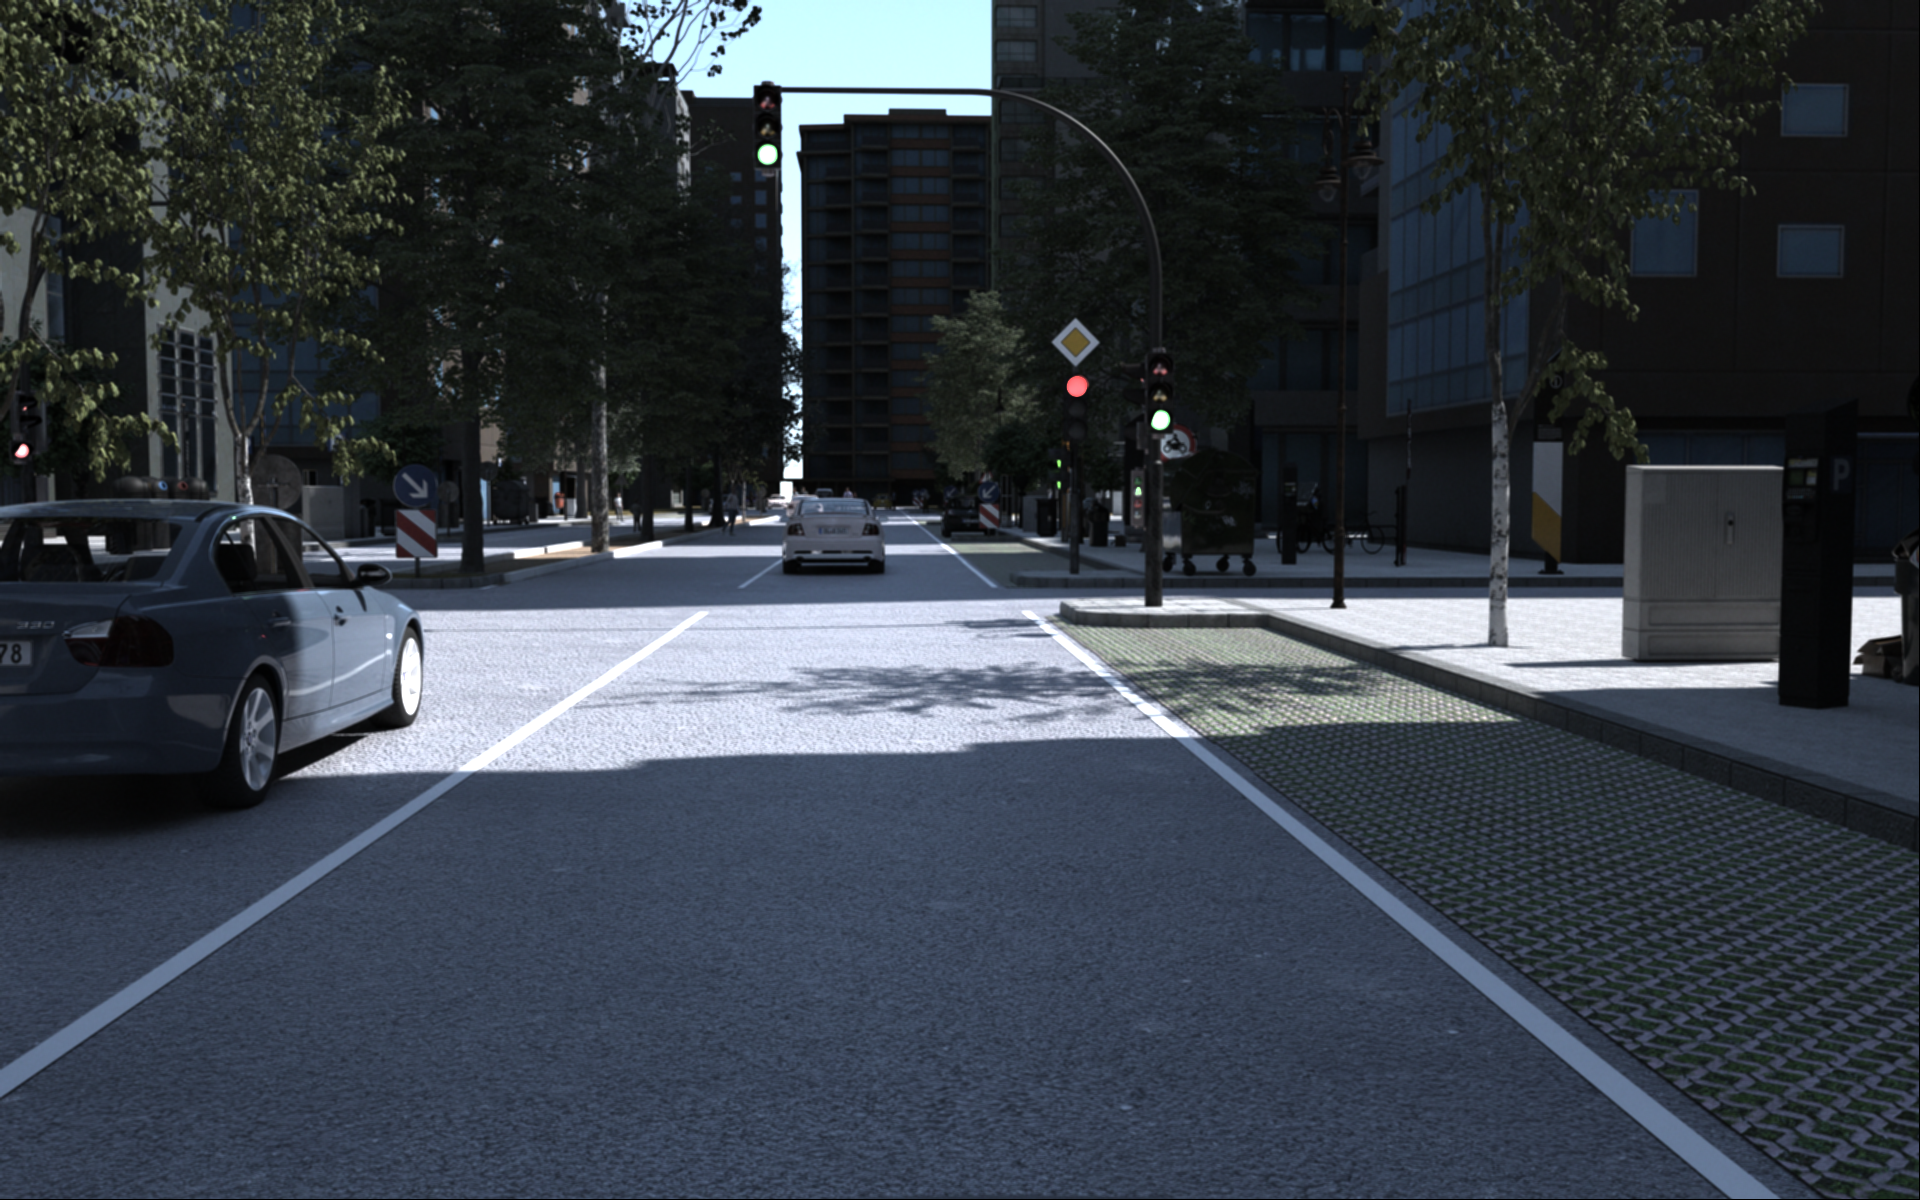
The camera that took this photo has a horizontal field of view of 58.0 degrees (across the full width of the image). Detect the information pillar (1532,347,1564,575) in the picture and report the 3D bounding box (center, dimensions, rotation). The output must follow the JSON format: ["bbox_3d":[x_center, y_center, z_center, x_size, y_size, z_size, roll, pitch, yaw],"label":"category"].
[{"bbox_3d":[9.380,-2.217,27.596,0.504,3.616,0.183,-1,4,-12],"label":"information pillar"}]

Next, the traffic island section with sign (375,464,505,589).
[{"bbox_3d":[-8.301,-1.153,26.984,2.006,1.907,1.989,0,4,-3],"label":"traffic island section with sign"}]

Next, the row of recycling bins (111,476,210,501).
[{"bbox_3d":[-18.790,-2.054,40.700,1.069,1.692,3.534,0,4,3],"label":"row of recycling bins"}]

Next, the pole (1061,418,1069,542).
[{"bbox_3d":[2.790,-3.183,45.887,0.158,3.312,0.155,0,3,0],"label":"pole"}]

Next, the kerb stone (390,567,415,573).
[{"bbox_3d":[-9.480,-0.436,29.339,0.120,0.150,1.000,0,4,-3],"label":"kerb stone"}]

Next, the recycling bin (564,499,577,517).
[{"bbox_3d":[-21.628,-5.150,96.755,0.722,1.027,0.722,2,4,24],"label":"recycling bin"}]

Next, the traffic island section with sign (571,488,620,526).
[{"bbox_3d":[-16.597,-4.312,79.132,1.989,1.847,2.006,0,4,-3],"label":"traffic island section with sign"}]

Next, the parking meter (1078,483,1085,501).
[{"bbox_3d":[5.363,-4.379,77.301,0.399,1.863,0.255,3,5,43],"label":"parking meter"}]

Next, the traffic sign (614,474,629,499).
[{"bbox_3d":[-19.821,-6.203,101.425,0.884,2.594,0.081,0,4,-1],"label":"traffic sign"}]

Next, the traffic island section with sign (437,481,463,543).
[{"bbox_3d":[-15.332,-2.630,51.635,1.989,1.847,2.006,0,4,-3],"label":"traffic island section with sign"}]

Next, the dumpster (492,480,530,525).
[{"bbox_3d":[-18.569,-4.024,71.555,1.264,1.857,1.865,0,4,-3],"label":"dumpster"}]

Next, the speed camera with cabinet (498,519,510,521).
[{"bbox_3d":[-22.183,-5.492,84.129,0.660,3.252,2.038,-1,4,-16],"label":"speed camera with cabinet"}]

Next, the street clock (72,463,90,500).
[{"bbox_3d":[-20.736,-2.222,40.897,0.471,2.002,0.358,3,5,42],"label":"street clock"}]

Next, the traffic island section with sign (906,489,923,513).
[{"bbox_3d":[-2.842,-7.404,129.681,1.989,1.847,2.006,0,4,-3],"label":"traffic island section with sign"}]

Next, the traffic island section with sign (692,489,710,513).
[{"bbox_3d":[-18.897,-7.344,128.709,1.989,1.847,2.006,0,4,-3],"label":"traffic island section with sign"}]

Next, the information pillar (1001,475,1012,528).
[{"bbox_3d":[1.763,-3.733,65.534,0.304,2.012,0.304,3,5,41],"label":"information pillar"}]

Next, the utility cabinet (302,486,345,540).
[{"bbox_3d":[-17.386,-2.363,47.322,0.318,1.500,1.173,2,4,28],"label":"utility cabinet"}]

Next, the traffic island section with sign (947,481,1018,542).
[{"bbox_3d":[0.726,-2.682,52.477,1.989,1.847,2.006,0,4,-3],"label":"traffic island section with sign"}]

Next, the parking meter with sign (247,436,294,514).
[{"bbox_3d":[-21.153,-3.465,52.909,0.543,3.016,1.738,1,4,22],"label":"parking meter with sign"}]

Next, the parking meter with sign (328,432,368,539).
[{"bbox_3d":[-17.530,-3.272,49.753,0.543,3.016,1.738,0,4,2],"label":"parking meter with sign"}]

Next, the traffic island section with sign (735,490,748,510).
[{"bbox_3d":[-20.130,-8.991,155.636,1.989,1.847,2.006,0,4,-3],"label":"traffic island section with sign"}]

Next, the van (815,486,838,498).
[{"bbox_3d":[-10.513,-7.796,134.483,2.013,2.044,4.112,0,4,-4],"label":"van"}]

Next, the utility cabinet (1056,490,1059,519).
[{"bbox_3d":[5.436,-4.807,87.272,1.173,1.500,0.318,2,4,28],"label":"utility cabinet"}]

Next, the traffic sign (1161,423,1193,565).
[{"bbox_3d":[3.881,-1.911,31.344,0.768,2.556,0.104,0,4,3],"label":"traffic sign"}]

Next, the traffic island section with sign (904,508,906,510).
[{"bbox_3d":[-4.089,-9.051,156.607,1.989,1.847,2.006,0,4,-3],"label":"traffic island section with sign"}]

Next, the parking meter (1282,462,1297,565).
[{"bbox_3d":[6.007,-1.582,31.577,0.255,1.863,0.399,1,4,9],"label":"parking meter"}]

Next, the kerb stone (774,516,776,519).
[{"bbox_3d":[-10.449,-4.511,95.953,0.120,0.150,1.000,0,4,-3],"label":"kerb stone"}]

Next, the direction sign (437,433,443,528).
[{"bbox_3d":[-19.410,-4.444,64.650,0.379,3.537,0.876,-2,4,-27],"label":"direction sign"}]

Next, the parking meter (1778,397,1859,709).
[{"bbox_3d":[5.167,-0.289,10.438,0.399,1.863,0.255,-2,4,-31],"label":"parking meter"}]

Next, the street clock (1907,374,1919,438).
[{"bbox_3d":[5.325,-0.287,9.269,0.471,2.002,0.358,3,4,37],"label":"street clock"}]

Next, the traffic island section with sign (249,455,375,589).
[{"bbox_3d":[-7.969,-0.700,19.585,2.006,1.907,1.989,0,4,-3],"label":"traffic island section with sign"}]

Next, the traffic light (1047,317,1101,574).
[{"bbox_3d":[1.817,-2.370,27.676,0.839,4.253,0.868,0,4,-3],"label":"traffic light"}]

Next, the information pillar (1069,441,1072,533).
[{"bbox_3d":[3.524,-3.927,55.559,0.183,3.616,0.504,-1,4,-19],"label":"information pillar"}]

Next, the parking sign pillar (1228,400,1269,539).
[{"bbox_3d":[8.266,-3.782,50.310,1.447,3.967,1.447,-1,4,-20],"label":"parking sign pillar"}]

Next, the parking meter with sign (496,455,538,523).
[{"bbox_3d":[-19.779,-4.967,77.466,1.738,3.016,0.543,0,4,2],"label":"parking meter with sign"}]

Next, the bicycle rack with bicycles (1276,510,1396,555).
[{"bbox_3d":[7.945,-1.467,37.365,2.925,0.926,2.852,-2,4,-33],"label":"bicycle rack with bicycles"}]

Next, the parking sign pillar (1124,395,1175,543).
[{"bbox_3d":[5.032,-3.506,45.803,1.447,3.967,1.447,1,4,17],"label":"parking sign pillar"}]

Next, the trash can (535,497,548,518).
[{"bbox_3d":[-22.057,-4.868,91.241,0.748,1.137,0.748,0,3,0],"label":"trash can"}]

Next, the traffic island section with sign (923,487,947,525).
[{"bbox_3d":[-0.556,-4.369,80.067,1.989,1.847,2.006,0,4,-3],"label":"traffic island section with sign"}]

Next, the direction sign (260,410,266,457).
[{"bbox_3d":[-18.866,-3.361,46.948,0.379,3.537,0.876,-1,4,-15],"label":"direction sign"}]

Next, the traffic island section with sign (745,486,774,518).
[{"bbox_3d":[-11.778,-5.744,102.043,2.006,1.907,1.989,0,4,-3],"label":"traffic island section with sign"}]

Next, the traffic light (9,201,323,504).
[{"bbox_3d":[-12.391,-3.203,27.041,4.771,5.953,1.251,0,4,-3],"label":"traffic light"}]

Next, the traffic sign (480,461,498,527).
[{"bbox_3d":[-18.405,-4.123,67.525,0.768,2.556,0.104,0,4,1],"label":"traffic sign"}]

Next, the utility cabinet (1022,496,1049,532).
[{"bbox_3d":[2.530,-2.879,58.226,0.306,1.237,1.020,-3,4,-38],"label":"utility cabinet"}]

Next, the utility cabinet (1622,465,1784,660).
[{"bbox_3d":[5.731,-0.282,13.282,1.173,1.500,0.318,0,4,-4],"label":"utility cabinet"}]

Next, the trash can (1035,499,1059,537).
[{"bbox_3d":[2.624,-2.480,52.199,0.748,1.137,0.748,0,3,0],"label":"trash can"}]

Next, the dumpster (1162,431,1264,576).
[{"bbox_3d":[3.946,-1.543,27.719,1.502,2.255,1.985,0,4,-3],"label":"dumpster"}]

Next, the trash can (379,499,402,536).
[{"bbox_3d":[-17.419,-2.531,53.040,0.748,1.137,0.748,0,3,0],"label":"trash can"}]

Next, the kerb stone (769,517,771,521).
[{"bbox_3d":[-10.260,-4.261,91.861,0.120,0.150,1.000,0,4,-3],"label":"kerb stone"}]

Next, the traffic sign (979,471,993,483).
[{"bbox_3d":[1.352,-5.201,85.040,0.884,2.594,0.081,0,4,6],"label":"traffic sign"}]

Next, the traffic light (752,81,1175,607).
[{"bbox_3d":[0.099,-2.740,19.462,4.771,5.953,1.251,0,4,-3],"label":"traffic light"}]

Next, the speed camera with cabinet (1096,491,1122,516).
[{"bbox_3d":[9.060,-6.590,102.078,2.038,3.252,0.660,2,4,25],"label":"speed camera with cabinet"}]

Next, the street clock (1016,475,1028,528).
[{"bbox_3d":[2.312,-3.675,64.662,0.358,2.002,0.471,3,5,43],"label":"street clock"}]

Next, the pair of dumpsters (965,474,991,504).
[{"bbox_3d":[1.164,-5.228,87.967,1.574,2.255,4.437,0,4,-3],"label":"pair of dumpsters"}]

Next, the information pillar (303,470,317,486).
[{"bbox_3d":[-19.575,-2.919,52.222,0.304,2.012,0.304,3,5,41],"label":"information pillar"}]
